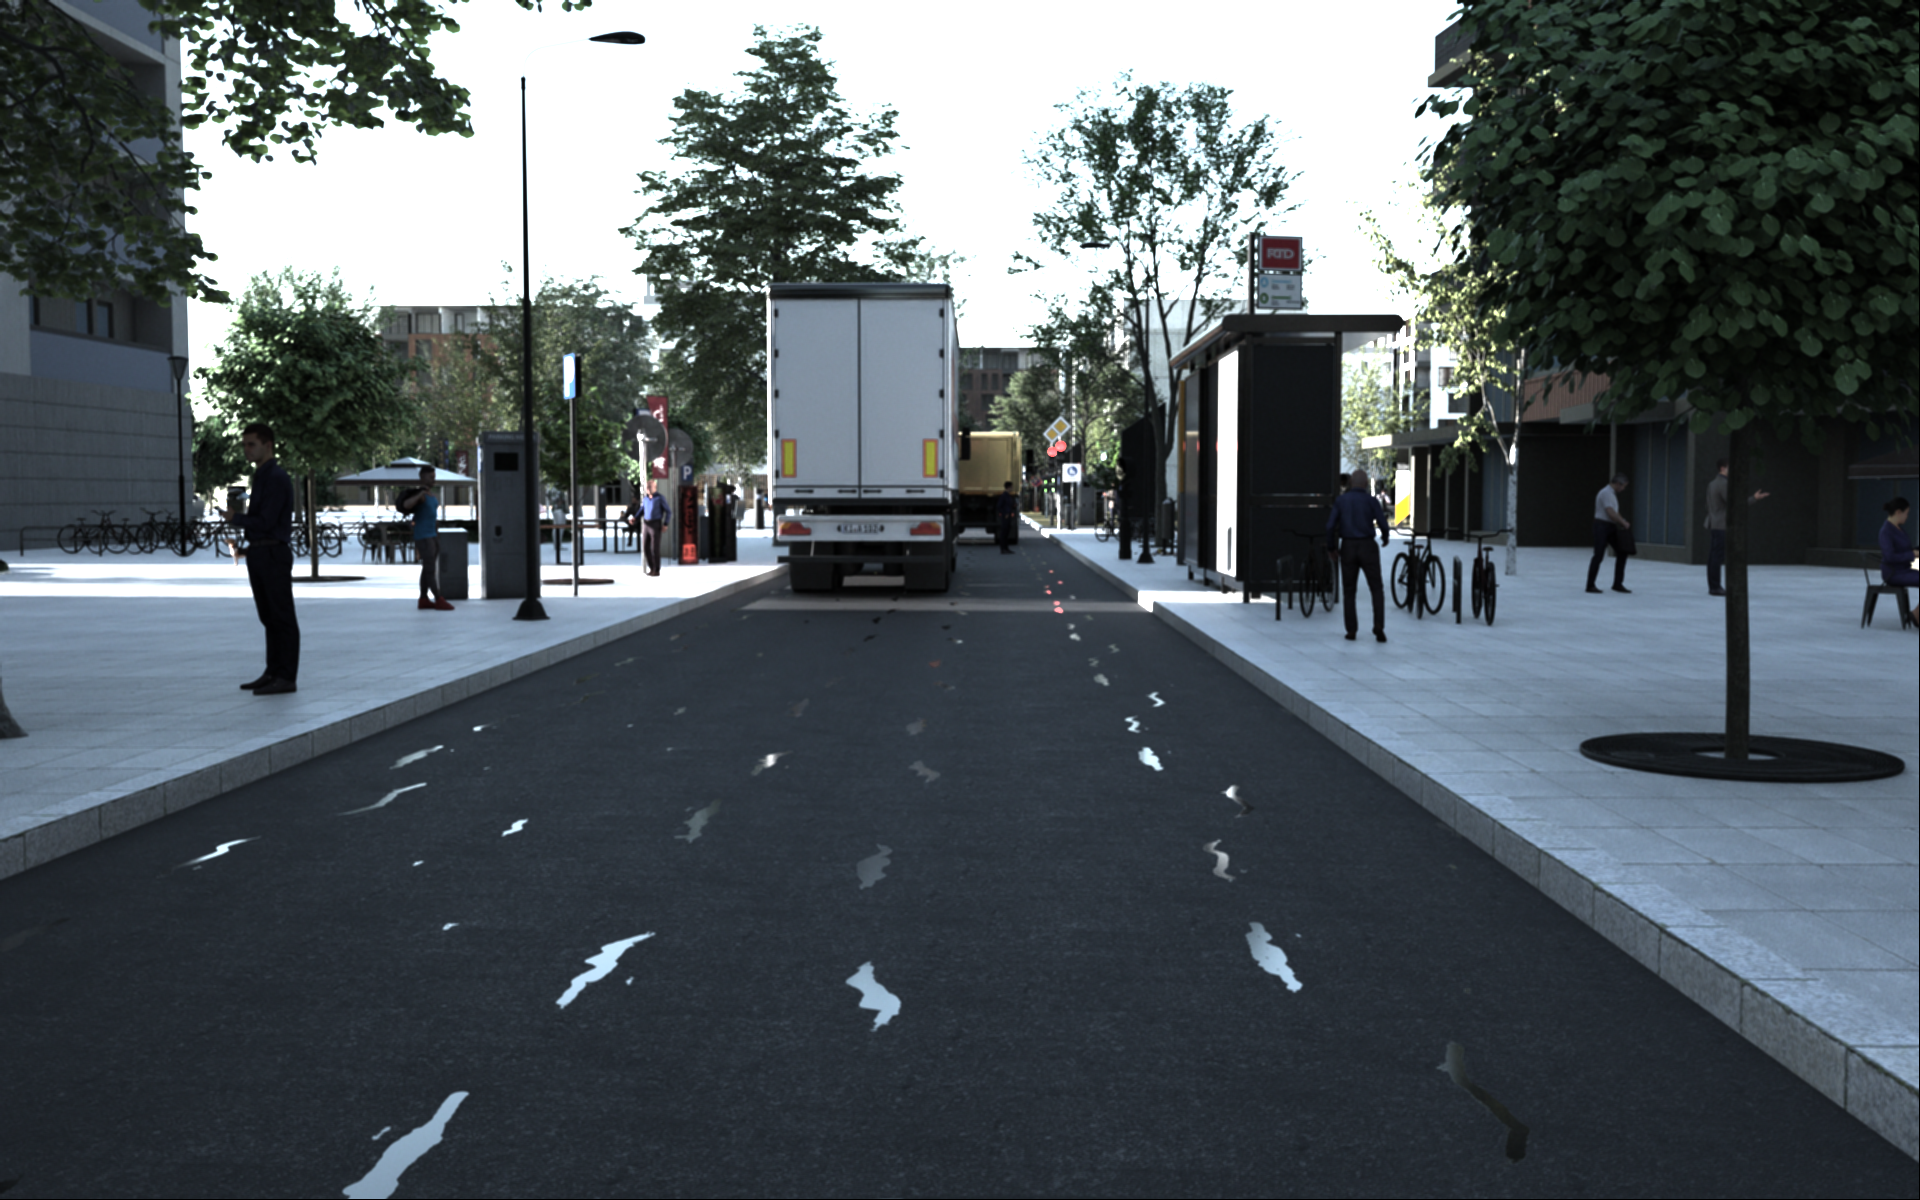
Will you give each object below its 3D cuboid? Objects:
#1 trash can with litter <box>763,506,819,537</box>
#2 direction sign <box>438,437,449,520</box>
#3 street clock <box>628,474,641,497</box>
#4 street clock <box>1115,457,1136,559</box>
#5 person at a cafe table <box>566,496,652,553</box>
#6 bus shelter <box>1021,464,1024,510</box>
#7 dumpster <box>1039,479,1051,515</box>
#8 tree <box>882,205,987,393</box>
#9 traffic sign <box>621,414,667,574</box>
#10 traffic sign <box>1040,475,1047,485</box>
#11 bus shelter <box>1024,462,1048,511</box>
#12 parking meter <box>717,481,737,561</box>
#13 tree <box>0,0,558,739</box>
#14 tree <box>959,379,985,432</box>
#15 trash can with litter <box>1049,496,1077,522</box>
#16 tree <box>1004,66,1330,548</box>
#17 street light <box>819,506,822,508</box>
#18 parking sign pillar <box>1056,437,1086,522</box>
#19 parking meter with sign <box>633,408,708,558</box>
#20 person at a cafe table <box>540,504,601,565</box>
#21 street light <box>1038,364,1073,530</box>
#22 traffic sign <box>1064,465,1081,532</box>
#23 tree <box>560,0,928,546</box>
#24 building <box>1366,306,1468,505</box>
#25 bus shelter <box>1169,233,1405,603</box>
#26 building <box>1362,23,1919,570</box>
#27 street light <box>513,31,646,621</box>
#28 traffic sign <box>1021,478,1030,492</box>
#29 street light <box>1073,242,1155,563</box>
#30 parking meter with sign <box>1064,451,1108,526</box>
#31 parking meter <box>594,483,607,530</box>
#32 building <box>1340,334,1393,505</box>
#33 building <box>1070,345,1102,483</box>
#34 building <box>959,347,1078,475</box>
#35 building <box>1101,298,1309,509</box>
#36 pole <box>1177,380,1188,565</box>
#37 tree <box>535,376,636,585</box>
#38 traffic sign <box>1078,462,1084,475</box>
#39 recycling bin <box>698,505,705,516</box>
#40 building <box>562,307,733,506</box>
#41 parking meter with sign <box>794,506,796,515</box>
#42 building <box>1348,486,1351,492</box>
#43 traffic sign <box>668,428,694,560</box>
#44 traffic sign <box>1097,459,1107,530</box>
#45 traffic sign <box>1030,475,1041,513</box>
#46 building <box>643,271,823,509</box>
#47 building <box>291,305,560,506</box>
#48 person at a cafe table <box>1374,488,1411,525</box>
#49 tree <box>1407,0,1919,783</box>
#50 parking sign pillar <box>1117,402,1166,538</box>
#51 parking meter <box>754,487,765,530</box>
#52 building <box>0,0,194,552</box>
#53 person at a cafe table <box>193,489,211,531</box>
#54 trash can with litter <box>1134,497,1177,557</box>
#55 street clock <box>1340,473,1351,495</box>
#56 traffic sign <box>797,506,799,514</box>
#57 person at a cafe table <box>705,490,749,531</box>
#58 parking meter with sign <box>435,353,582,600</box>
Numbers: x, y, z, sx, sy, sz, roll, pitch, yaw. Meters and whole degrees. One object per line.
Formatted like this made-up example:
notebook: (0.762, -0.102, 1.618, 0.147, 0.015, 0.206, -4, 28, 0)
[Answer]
trash can with litter: (-4.713, -2.465, 51.356, 2.233, 1.210, 1.678, 1, 4, 15)
direction sign: (-20.723, -4.743, 69.551, 0.379, 3.537, 0.876, 1, 4, 9)
street clock: (-11.279, -3.406, 60.262, 0.471, 2.002, 0.358, -2, 4, -23)
street clock: (3.258, -1.806, 34.093, 0.358, 2.002, 0.471, -1, 4, -22)
person at a cafe table: (-7.499, -1.684, 38.401, 1.698, 1.238, 1.726, 2, 4, 32)
bus shelter: (5.388, -8.902, 136.833, 1.731, 3.624, 6.357, 0, 4, 1)
dumpster: (5.626, -6.331, 106.009, 1.502, 2.255, 1.985, 0, 4, 1)
tree: (-4.268, -15.925, 116.257, 12.611, 20.169, 13.585, 0, 3, 0)
traffic sign: (-5.069, -1.691, 27.759, 0.768, 2.556, 0.104, 0, 4, 7)
traffic sign: (5.727, -7.055, 115.455, 0.768, 2.556, 0.104, 0, 4, 3)
bus shelter: (5.841, -8.273, 126.548, 1.731, 3.624, 6.357, 0, 4, 1)
parking meter: (-4.456, -1.508, 33.074, 0.372, 1.533, 0.369, 0, 3, 0)
tree: (-5.071, -5.515, 8.291, 7.486, 12.596, 7.792, 0, 3, 0)
tree: (-2.252, -13.846, 143.394, 9.611, 12.733, 9.660, 0, 3, 0)
trash can with litter: (4.925, -4.169, 79.225, 1.678, 1.210, 2.233, 1, 4, 9)
tree: (4.910, -7.078, 41.484, 9.928, 11.665, 9.643, 0, 3, 0)
street light: (-3.277, -4.574, 47.323, 1.470, 5.913, 1.316, 0, 4, 1)
parking sign pillar: (5.258, -5.692, 81.538, 1.447, 3.967, 1.447, -2, 4, -29)
parking meter with sign: (-5.751, -2.363, 34.904, 1.738, 3.016, 0.543, 2, 4, 34)
person at a cafe table: (-7.663, -1.390, 31.239, 1.622, 1.524, 1.698, 3, 5, 42)
street light: (3.457, -5.458, 61.771, 1.470, 5.913, 1.316, 0, 4, 1)
traffic sign: (3.813, -3.465, 58.785, 0.606, 2.300, 0.079, 1, 4, 9)
tree: (-4.380, -7.568, 41.862, 7.486, 12.596, 7.792, 0, 3, 0)
building: (66.025, -21.680, 198.446, 32.646, 21.610, 27.936, 0, 4, 1)
bus shelter: (4.200, -2.863, 24.449, 2.179, 5.291, 8.768, 0, 4, 1)
building: (22.989, -23.456, 38.125, 22.147, 44.769, 28.867, 0, 4, 1)
street light: (-3.848, -2.752, 17.538, 1.470, 5.913, 1.316, 0, 4, 1)
traffic sign: (4.962, -8.119, 132.746, 0.884, 2.594, 0.081, 0, 4, 7)
street light: (2.911, -3.638, 32.030, 1.470, 5.913, 1.316, 0, 4, 1)
parking meter with sign: (5.074, -4.501, 69.844, 1.738, 3.016, 0.543, -1, 4, -18)
parking meter: (-12.930, -3.462, 62.313, 0.255, 1.863, 0.399, 3, 4, 36)
building: (43.771, -21.292, 204.549, 11.380, 20.091, 16.016, 0, 4, 1)
building: (22.027, -20.238, 197.345, 16.747, 18.905, 31.486, 0, 4, 1)
building: (11.742, -24.864, 250.499, 32.646, 21.610, 27.936, 0, 4, 1)
building: (23.183, -18.271, 165.185, 16.747, 18.905, 31.486, 0, 4, 1)
pole: (4.010, -2.282, 31.159, 0.158, 3.312, 0.155, 0, 3, 0)
tree: (-5.596, -1.842, 24.719, 1.663, 3.219, 1.824, 0, 3, 0)
traffic sign: (4.851, -4.317, 70.593, 0.884, 2.594, 0.081, 1, 4, 10)
recycling bin: (-6.178, -1.605, 38.797, 0.722, 1.027, 0.722, -3, 5, -41)
building: (-26.058, -21.760, 199.745, 32.646, 21.610, 27.936, 0, 4, 1)
parking meter with sign: (-4.633, -3.734, 57.317, 1.738, 3.016, 0.543, 0, 4, -1)
building: (45.240, -24.822, 249.821, 32.646, 21.610, 27.936, 0, 4, 1)
traffic sign: (-5.552, -2.049, 33.607, 0.768, 2.556, 0.104, 0, 4, 4)
traffic sign: (5.290, -3.823, 62.613, 0.768, 2.556, 0.104, 0, 4, 3)
traffic sign: (5.142, -7.186, 117.596, 0.768, 2.556, 0.104, 0, 4, 3)
building: (-18.562, -18.027, 151.166, 16.016, 20.091, 11.380, 0, 4, 1)
building: (-59.417, -21.845, 201.144, 32.646, 21.610, 27.936, 0, 4, 1)
person at a cafe table: (17.772, -3.872, 71.818, 1.622, 1.524, 1.698, -3, 5, -44)
tree: (3.844, -1.502, 8.277, 4.285, 4.588, 4.351, 0, 3, 0)
parking sign pillar: (5.339, -3.806, 50.703, 1.447, 3.967, 1.447, 0, 4, -3)
parking meter: (-7.242, -3.307, 62.476, 0.372, 1.533, 0.369, 0, 3, 0)
building: (-35.335, -30.586, 42.082, 28.212, 58.520, 21.231, 0, 4, 1)
person at a cafe table: (-27.099, -3.189, 60.653, 1.622, 1.524, 1.698, 2, 4, 33)
trash can with litter: (4.379, -1.535, 36.155, 1.678, 1.210, 2.233, -1, 4, -12)
street clock: (13.373, -3.402, 60.190, 0.358, 2.002, 0.471, -3, 4, -38)
traffic sign: (-4.572, -2.990, 48.893, 0.884, 2.594, 0.081, 0, 4, 7)
person at a cafe table: (-8.131, -3.175, 60.423, 1.622, 1.524, 1.698, 3, 5, 43)
parking meter with sign: (-5.575, -1.533, 21.328, 1.738, 3.016, 0.543, -2, 4, -26)
